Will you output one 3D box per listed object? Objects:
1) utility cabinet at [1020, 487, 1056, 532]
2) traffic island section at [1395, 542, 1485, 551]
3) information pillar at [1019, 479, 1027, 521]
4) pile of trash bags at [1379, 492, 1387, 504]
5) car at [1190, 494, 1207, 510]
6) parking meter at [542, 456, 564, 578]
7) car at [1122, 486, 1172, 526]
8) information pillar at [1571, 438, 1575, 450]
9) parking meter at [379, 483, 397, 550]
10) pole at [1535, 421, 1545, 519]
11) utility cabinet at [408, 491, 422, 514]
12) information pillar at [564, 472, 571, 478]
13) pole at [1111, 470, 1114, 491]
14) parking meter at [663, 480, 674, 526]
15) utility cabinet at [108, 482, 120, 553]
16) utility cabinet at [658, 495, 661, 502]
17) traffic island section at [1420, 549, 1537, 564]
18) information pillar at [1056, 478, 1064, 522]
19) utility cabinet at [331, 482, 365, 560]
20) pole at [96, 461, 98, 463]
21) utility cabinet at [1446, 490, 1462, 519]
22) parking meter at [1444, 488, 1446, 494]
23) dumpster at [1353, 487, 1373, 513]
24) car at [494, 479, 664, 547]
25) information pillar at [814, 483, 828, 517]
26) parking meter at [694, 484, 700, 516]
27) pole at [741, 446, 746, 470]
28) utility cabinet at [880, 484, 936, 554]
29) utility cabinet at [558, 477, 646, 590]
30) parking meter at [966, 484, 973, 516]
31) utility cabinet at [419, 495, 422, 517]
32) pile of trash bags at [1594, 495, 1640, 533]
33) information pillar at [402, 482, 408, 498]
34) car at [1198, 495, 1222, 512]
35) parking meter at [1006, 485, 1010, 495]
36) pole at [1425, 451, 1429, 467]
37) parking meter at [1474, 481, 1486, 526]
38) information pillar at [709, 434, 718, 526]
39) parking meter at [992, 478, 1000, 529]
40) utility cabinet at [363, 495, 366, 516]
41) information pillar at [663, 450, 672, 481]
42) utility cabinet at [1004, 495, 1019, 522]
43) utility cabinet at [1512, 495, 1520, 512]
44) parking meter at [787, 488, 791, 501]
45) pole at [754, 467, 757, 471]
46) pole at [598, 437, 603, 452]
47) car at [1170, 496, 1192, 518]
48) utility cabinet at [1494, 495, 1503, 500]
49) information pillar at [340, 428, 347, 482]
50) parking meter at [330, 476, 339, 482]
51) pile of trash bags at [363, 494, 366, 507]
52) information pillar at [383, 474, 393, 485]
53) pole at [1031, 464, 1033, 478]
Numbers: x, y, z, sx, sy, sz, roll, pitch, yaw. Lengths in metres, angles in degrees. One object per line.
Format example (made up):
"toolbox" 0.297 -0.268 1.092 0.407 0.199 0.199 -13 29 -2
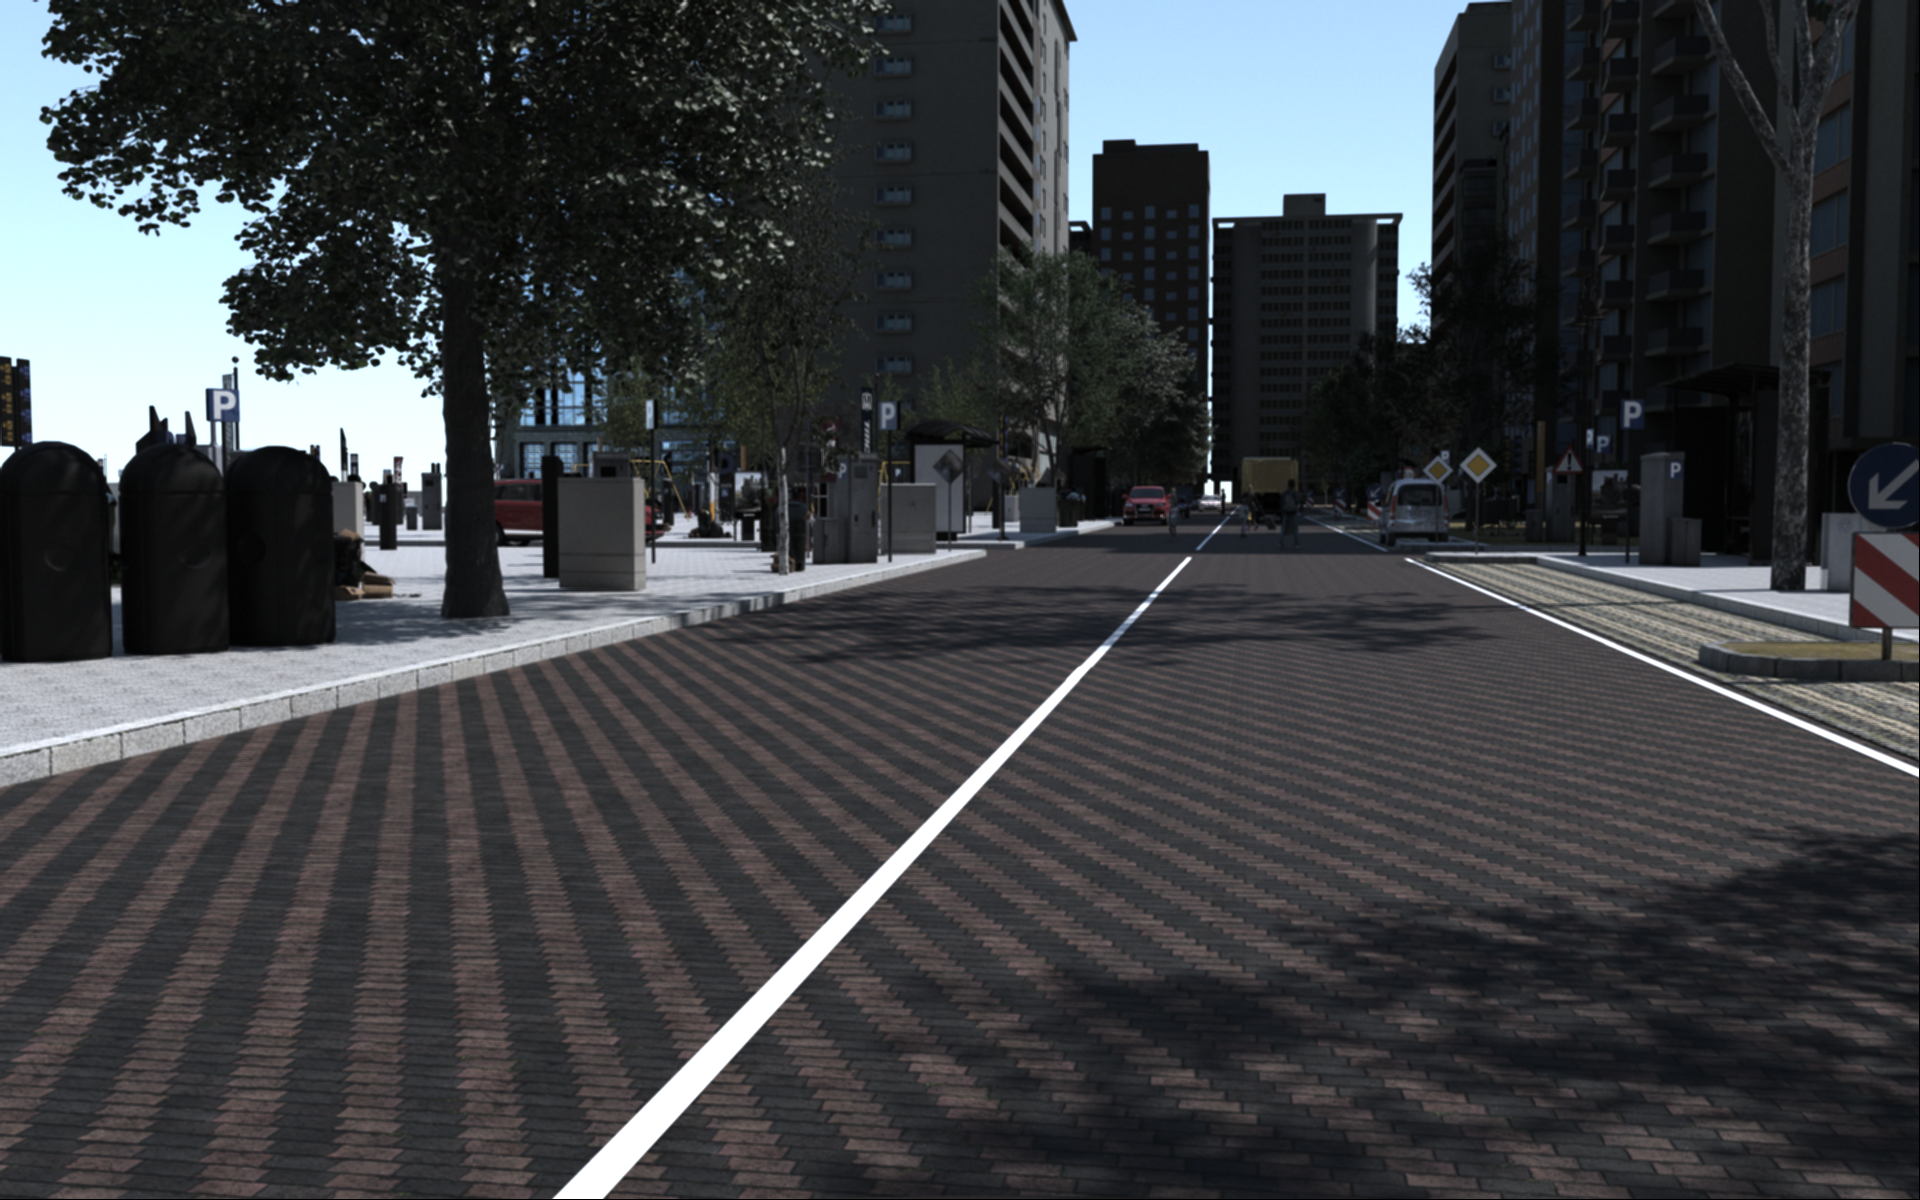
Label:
"utility cabinet" 2.576 -2.963 57.126 1.173 1.500 0.318 1 4 10
"traffic island section" 12.304 -1.367 44.636 2.009 0.180 2.903 1 4 9
"information pillar" 3.033 -4.819 83.286 0.304 2.012 0.304 3 5 41
"pile of trash bags" 23.240 -5.130 93.620 1.912 1.369 3.447 1 4 22
"car" 21.369 -8.626 153.032 2.014 1.417 4.499 1 4 11
"parking meter" -6.240 -1.278 26.599 0.255 1.863 0.399 0 4 2
"car" 8.637 -4.351 79.817 2.281 1.827 5.304 1 4 9
"information pillar" 25.437 -4.934 72.022 0.183 3.616 0.504 1 4 10
"parking meter" -13.162 -1.922 39.833 0.372 1.533 0.369 0 3 0
"pole" 16.238 -3.341 48.471 0.158 3.312 0.155 0 3 0
"utility cabinet" -34.739 -6.240 110.703 1.173 1.500 0.318 0 4 -7
"information pillar" -13.347 -3.322 58.810 0.304 2.012 0.304 -1 4 -11
"pole" 10.655 -7.771 120.892 0.158 3.312 0.155 0 3 0
"parking meter" -11.782 -3.936 70.063 0.399 1.863 0.255 2 4 25
"utility cabinet" -15.807 -1.477 32.830 0.318 1.500 1.173 -3 5 -40
"utility cabinet" -17.880 -5.527 101.531 0.306 1.237 1.020 -3 4 -38
"traffic island section" 10.983 -0.886 36.761 2.009 0.180 2.903 1 4 9
"information pillar" 4.591 -4.610 79.873 0.304 2.012 0.304 1 4 15
"utility cabinet" -11.254 -1.360 30.911 1.173 1.500 0.318 1 4 8
"pole" -53.231 -6.907 106.774 0.158 3.312 0.155 0 3 0
"utility cabinet" 25.115 -4.900 88.794 1.173 1.500 0.318 3 5 40
"parking meter" 18.306 -3.523 66.012 0.372 1.533 0.369 0 3 0
"dumpster" 26.969 -6.904 115.378 1.502 2.255 1.985 1 4 10
"car" -10.074 -2.131 43.519 5.304 1.827 2.281 0 4 8
"information pillar" -3.807 -2.627 47.444 0.304 2.012 0.304 -2 4 -29
"parking meter" -15.701 -5.976 103.413 0.255 1.863 0.399 -1 4 -16
"pole" -9.138 -4.851 73.153 0.158 3.312 0.155 0 3 0
"utility cabinet" -1.104 -1.717 36.749 1.173 1.500 0.318 0 4 -6
"utility cabinet" -4.776 -0.884 23.125 1.173 1.500 0.318 1 4 22
"parking meter" 0.567 -5.816 100.802 0.399 1.863 0.255 3 5 43
"utility cabinet" -30.368 -5.368 98.924 1.020 1.237 0.306 -1 4 -14
"pile of trash bags" 21.846 -2.810 55.698 1.912 1.369 3.447 -3 5 -42
"information pillar" -34.034 -6.216 106.118 0.304 2.012 0.304 -2 4 -34
"car" 20.108 -7.739 138.897 2.083 1.381 4.827 0 4 8
"parking meter" 3.144 -6.618 113.915 0.255 1.863 0.399 0 4 -3
"pole" 21.927 -5.352 81.344 0.158 3.312 0.155 0 3 0
"parking meter" 20.793 -3.885 69.231 0.399 1.863 0.255 3 5 44
"information pillar" -9.602 -4.655 67.459 0.183 3.616 0.504 2 4 27
"parking meter" 1.376 -3.573 64.131 0.255 1.863 0.399 1 4 23
"utility cabinet" -40.036 -6.421 116.143 1.020 1.237 0.306 0 4 -7
"information pillar" -15.401 -6.114 91.321 0.504 3.616 0.183 -3 4 -36
"utility cabinet" 2.263 -4.172 79.372 0.306 1.237 1.020 -2 4 -35
"utility cabinet" 34.266 -5.855 106.895 0.306 1.237 1.020 0 4 2
"parking meter" -6.788 -3.748 69.693 0.372 1.533 0.369 0 3 0
"pole" -14.597 -7.953 123.866 0.158 3.312 0.155 0 3 0
"pole" -12.965 -4.199 62.495 0.158 3.312 0.155 0 3 0
"car" 13.086 -5.653 105.014 1.945 1.354 3.894 1 4 9
"utility cabinet" 34.939 -6.180 112.198 1.020 1.237 0.306 -3 5 -44
"information pillar" -21.786 -4.275 61.250 0.183 3.616 0.504 0 4 -6
"parking meter" -20.079 -3.048 55.549 0.255 1.863 0.399 0 4 -3
"pile of trash bags" -35.773 -5.586 101.089 1.912 1.369 3.447 3 4 38
"information pillar" -21.377 -3.687 64.781 0.304 2.012 0.304 -3 4 -39
"pole" 4.797 -7.444 115.553 0.158 3.312 0.155 0 3 0
